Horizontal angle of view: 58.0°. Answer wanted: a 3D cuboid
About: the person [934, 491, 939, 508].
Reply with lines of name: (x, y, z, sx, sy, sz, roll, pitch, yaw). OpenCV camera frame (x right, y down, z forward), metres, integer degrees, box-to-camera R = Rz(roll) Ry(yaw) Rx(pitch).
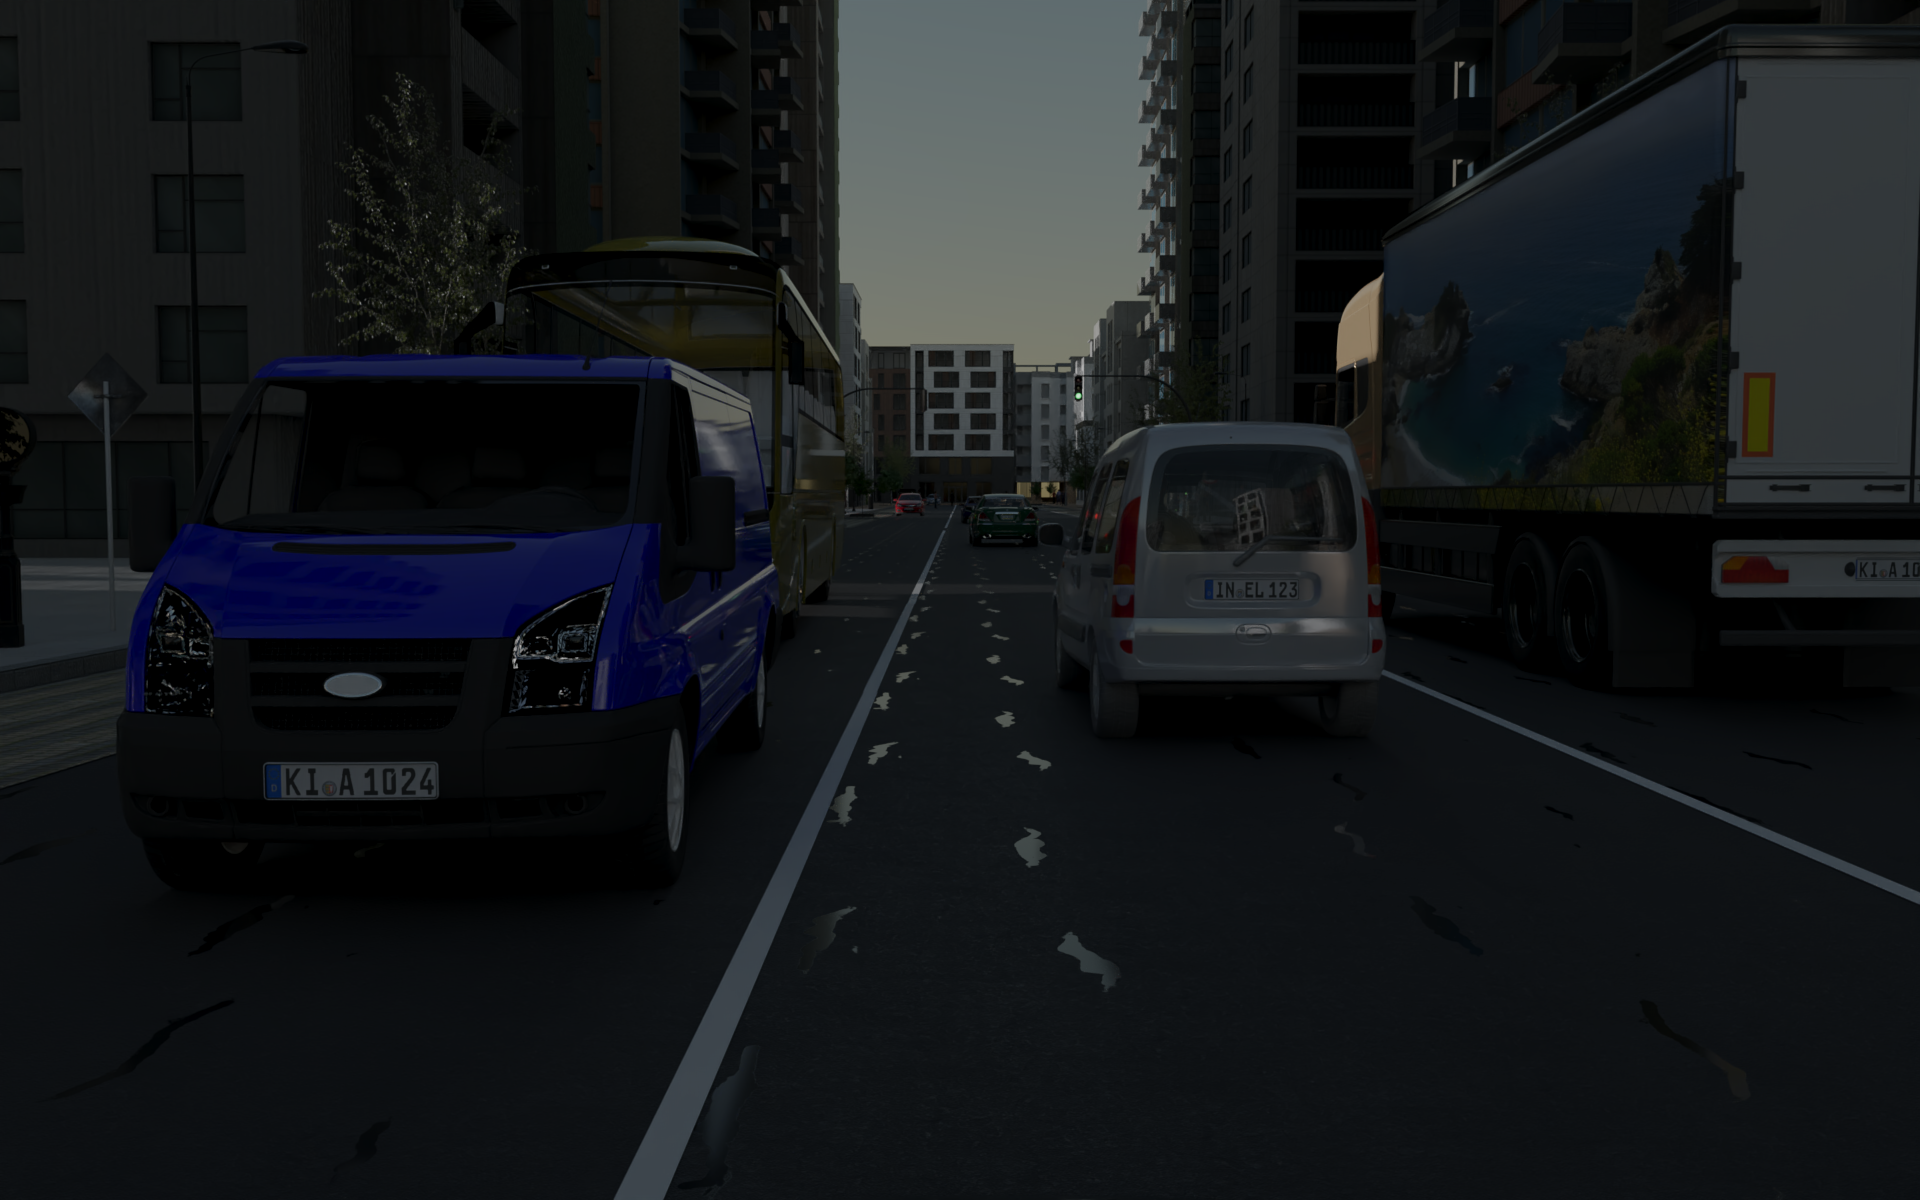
person: (-2.340, -9.989, 172.535, 0.721, 1.736, 1.217, 1, 4, 18)

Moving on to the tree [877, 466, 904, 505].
tree: (-8.020, -13.222, 199.900, 4.285, 4.588, 4.351, 0, 3, 0)

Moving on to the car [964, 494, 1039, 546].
car: (1.210, -2.276, 49.017, 2.131, 1.459, 4.920, 0, 4, -2)

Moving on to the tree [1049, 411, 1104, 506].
tree: (10.900, -12.346, 152.221, 4.360, 8.622, 3.978, 0, 3, 0)

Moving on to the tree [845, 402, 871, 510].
tree: (-9.069, -11.538, 139.008, 4.360, 8.622, 3.978, 0, 3, 0)

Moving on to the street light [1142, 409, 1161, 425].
street light: (10.322, -7.424, 93.927, 1.470, 5.913, 1.316, 0, 3, 0)

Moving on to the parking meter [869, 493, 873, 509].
parking meter: (-7.422, -8.334, 144.664, 0.372, 1.533, 0.369, 0, 3, 0)

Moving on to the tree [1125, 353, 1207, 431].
tree: (10.695, -8.519, 89.654, 4.360, 8.622, 3.978, 0, 3, 0)

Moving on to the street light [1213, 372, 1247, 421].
street light: (10.311, -5.711, 65.911, 1.470, 5.913, 1.316, 0, 3, 0)

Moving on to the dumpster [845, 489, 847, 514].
dumpster: (-7.826, -6.348, 109.544, 1.264, 1.857, 1.865, 0, 3, 0)

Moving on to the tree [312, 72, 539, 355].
tree: (-9.019, -4.903, 30.527, 4.360, 8.622, 3.978, 0, 3, 0)

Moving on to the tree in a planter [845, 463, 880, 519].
tree in a planter: (-5.572, -6.216, 98.854, 1.991, 3.239, 1.994, 0, 3, 0)

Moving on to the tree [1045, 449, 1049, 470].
tree: (11.071, -14.189, 182.347, 4.360, 8.622, 3.978, 0, 3, 0)

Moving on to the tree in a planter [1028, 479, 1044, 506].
tree in a planter: (8.932, -12.605, 203.318, 1.991, 3.239, 1.994, 0, 3, 0)

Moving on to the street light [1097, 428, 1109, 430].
street light: (10.330, -9.118, 121.619, 1.470, 5.913, 1.316, 0, 3, 0)

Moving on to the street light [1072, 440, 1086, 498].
street light: (10.246, -10.769, 148.608, 1.470, 5.913, 1.316, 0, 3, 0)

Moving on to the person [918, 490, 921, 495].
person: (-4.108, -10.072, 172.807, 0.705, 1.869, 1.348, 1, 4, 10)

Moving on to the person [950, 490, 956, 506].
person: (-0.878, -11.924, 203.090, 0.705, 1.869, 1.348, -2, 4, -26)

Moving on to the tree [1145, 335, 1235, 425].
tree: (10.745, -7.888, 79.339, 4.737, 8.622, 4.395, 0, 3, 0)

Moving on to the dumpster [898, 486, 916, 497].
dumpster: (-5.691, -11.174, 187.638, 1.985, 2.255, 1.502, 0, 4, -1)

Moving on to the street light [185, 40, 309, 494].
street light: (-7.368, -2.774, 17.901, 1.470, 5.913, 1.316, 0, 3, 0)

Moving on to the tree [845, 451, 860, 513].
tree: (-8.354, -8.296, 119.350, 4.285, 4.588, 4.351, 0, 3, 0)

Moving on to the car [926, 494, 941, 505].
car: (-3.366, -12.880, 222.597, 2.014, 1.417, 4.499, 0, 4, 1)

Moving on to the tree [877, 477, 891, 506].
tree: (-8.474, -12.211, 194.246, 1.663, 3.219, 1.824, 0, 3, 0)

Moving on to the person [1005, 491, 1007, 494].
person: (4.752, -10.103, 174.391, 0.721, 1.736, 1.217, 0, 4, -3)

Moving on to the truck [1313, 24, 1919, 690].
truck: (5.663, -1.655, 15.979, 2.839, 4.237, 11.283, 0, 4, -1)

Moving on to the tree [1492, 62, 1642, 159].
tree: (11.084, -4.870, 29.988, 4.360, 8.622, 3.978, 0, 3, 0)

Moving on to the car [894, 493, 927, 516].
car: (-3.255, -6.395, 113.604, 2.155, 1.783, 4.494, 0, 4, 1)

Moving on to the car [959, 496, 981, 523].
car: (0.939, -4.475, 85.741, 1.945, 1.354, 3.894, 0, 4, -1)

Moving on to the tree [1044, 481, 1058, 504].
tree: (11.886, -14.073, 224.689, 1.663, 3.219, 1.824, 0, 3, 0)

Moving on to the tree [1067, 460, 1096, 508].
tree: (11.714, -10.965, 162.997, 4.285, 4.588, 4.351, 0, 3, 0)

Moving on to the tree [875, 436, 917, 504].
tree: (-7.868, -16.909, 226.830, 4.737, 8.622, 4.395, 0, 3, 0)

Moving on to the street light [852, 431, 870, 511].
street light: (-7.314, -9.510, 128.034, 1.470, 5.913, 1.316, 0, 3, 0)
